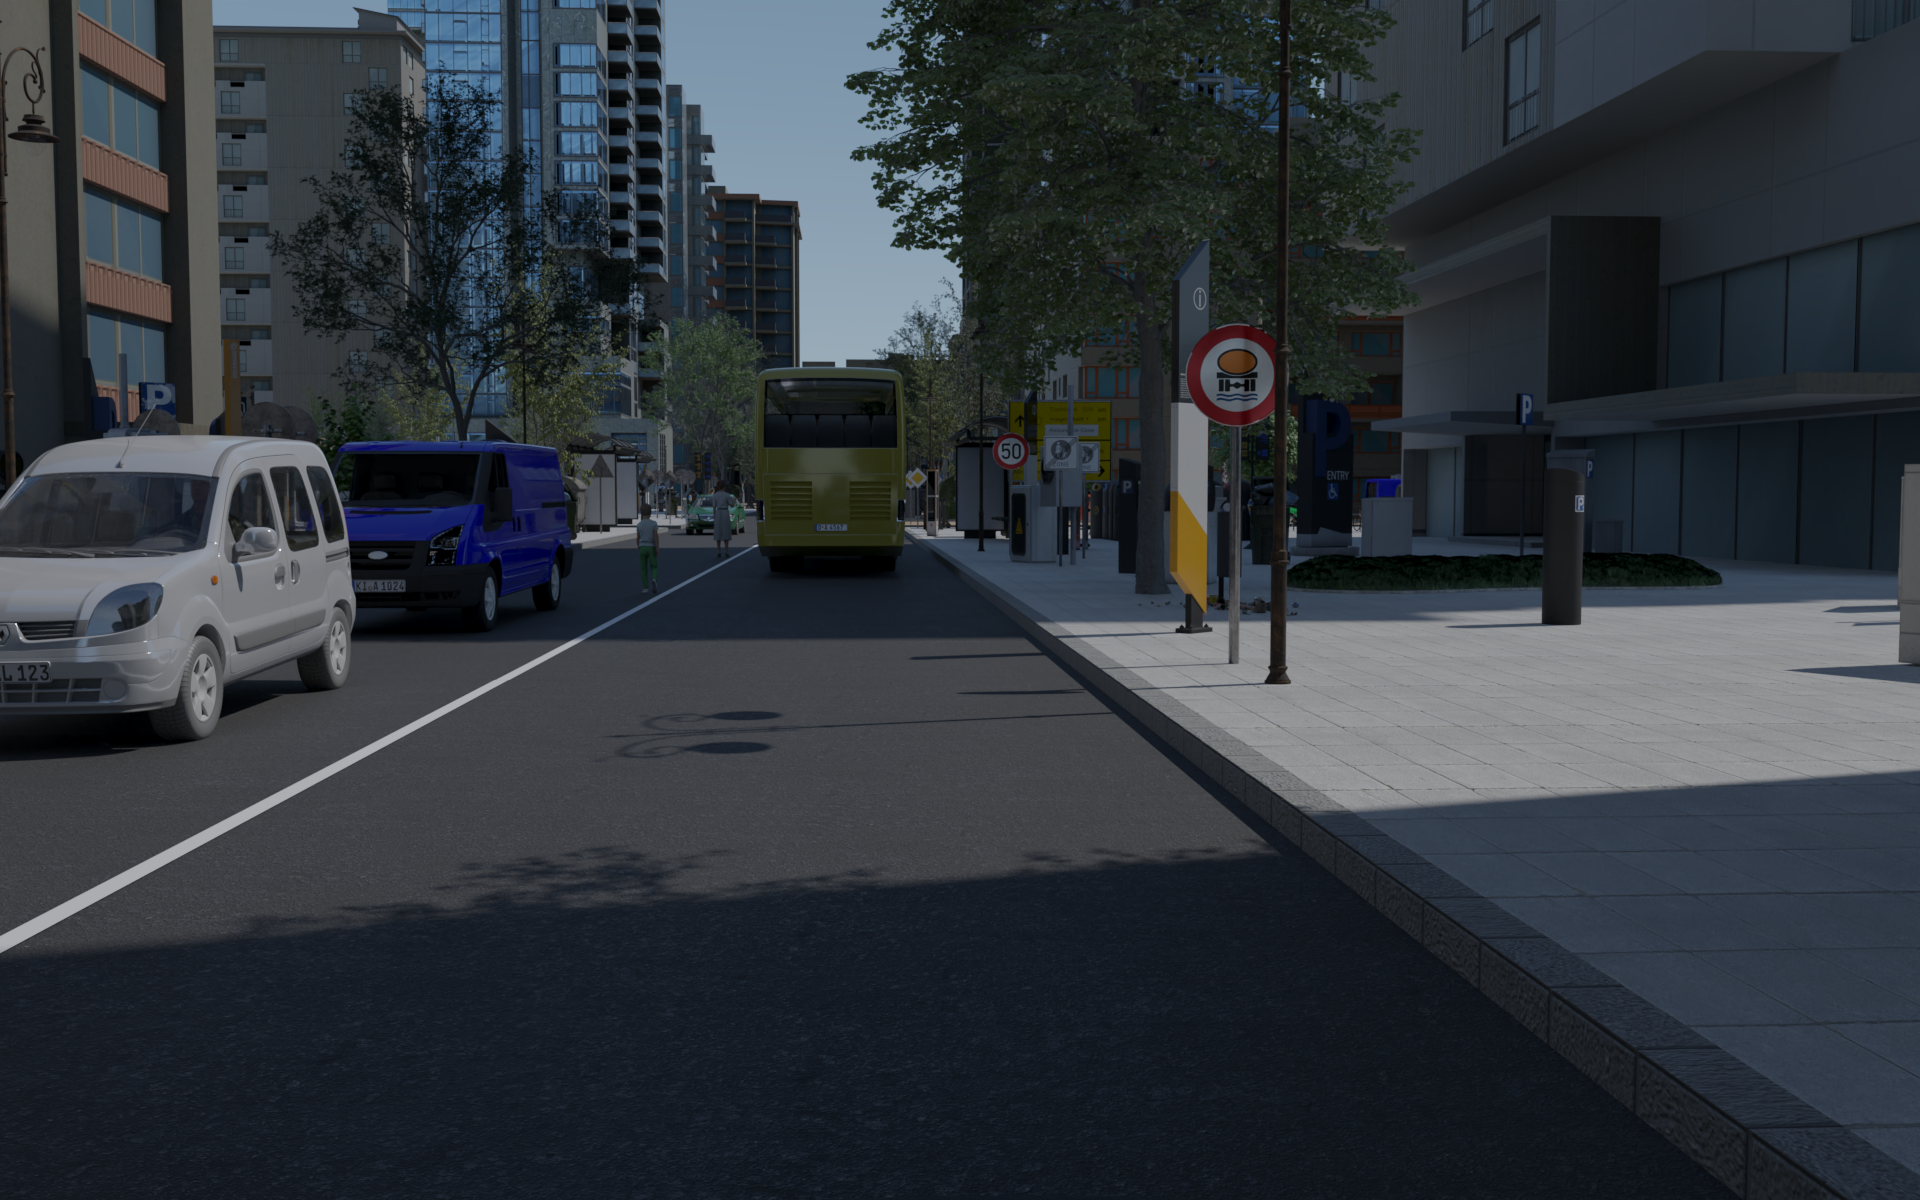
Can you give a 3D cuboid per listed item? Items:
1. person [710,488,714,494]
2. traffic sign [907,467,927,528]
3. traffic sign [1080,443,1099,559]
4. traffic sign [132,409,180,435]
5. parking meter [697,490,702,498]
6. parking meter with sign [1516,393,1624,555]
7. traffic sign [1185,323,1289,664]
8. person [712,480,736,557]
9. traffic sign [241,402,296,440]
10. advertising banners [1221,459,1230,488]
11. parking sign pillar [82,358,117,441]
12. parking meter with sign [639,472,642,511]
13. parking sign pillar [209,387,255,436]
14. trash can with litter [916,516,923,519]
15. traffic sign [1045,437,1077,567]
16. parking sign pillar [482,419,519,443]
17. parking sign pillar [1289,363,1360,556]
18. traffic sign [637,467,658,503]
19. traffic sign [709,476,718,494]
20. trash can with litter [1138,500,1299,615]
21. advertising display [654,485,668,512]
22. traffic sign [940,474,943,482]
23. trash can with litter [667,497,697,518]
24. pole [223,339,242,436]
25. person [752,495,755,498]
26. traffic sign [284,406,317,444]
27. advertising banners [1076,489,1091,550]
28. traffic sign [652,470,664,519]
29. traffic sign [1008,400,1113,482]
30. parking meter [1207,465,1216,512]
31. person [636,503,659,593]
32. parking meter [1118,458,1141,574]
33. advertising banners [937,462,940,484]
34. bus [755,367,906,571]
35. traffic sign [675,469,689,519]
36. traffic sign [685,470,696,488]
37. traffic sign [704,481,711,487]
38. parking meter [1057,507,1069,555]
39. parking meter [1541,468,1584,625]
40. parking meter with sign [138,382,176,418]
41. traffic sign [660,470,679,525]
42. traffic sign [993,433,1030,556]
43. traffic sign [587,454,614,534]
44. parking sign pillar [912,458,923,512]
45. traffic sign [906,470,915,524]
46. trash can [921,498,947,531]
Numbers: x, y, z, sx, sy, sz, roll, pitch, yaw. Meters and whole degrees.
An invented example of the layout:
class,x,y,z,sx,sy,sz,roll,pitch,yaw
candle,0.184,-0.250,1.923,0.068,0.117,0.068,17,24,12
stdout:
class,x,y,z,sx,sy,sz,roll,pitch,yaw
person,-10.392,-3.862,72.646,0.512,1.701,0.522,2,4,23
traffic sign,-1.594,-3.767,65.236,0.795,2.450,0.064,0,4,-3
traffic sign,2.452,-1.966,34.273,0.606,2.300,0.079,0,4,2
traffic sign,-12.015,-1.576,25.874,0.768,2.556,0.104,0,4,5
parking meter,-17.694,-6.692,117.824,0.372,1.533,0.369,0,3,0
parking meter with sign,10.431,-2.039,29.605,1.738,3.016,0.543,3,5,40
traffic sign,2.072,-0.790,13.029,0.768,2.556,0.104,0,4,4
person,-5.360,-1.855,39.391,0.480,1.755,0.524,1,4,8
traffic sign,-9.551,-1.455,23.900,0.768,2.556,0.104,0,4,-2
advertising banners,12.007,-4.795,74.590,0.090,3.025,2.074,-3,5,-42
parking sign pillar,-17.332,-2.843,34.963,1.447,3.967,1.447,-1,4,-19
parking meter with sign,-25.049,-8.447,134.375,0.543,3.016,1.738,2,4,25
parking sign pillar,-17.971,-3.320,42.756,1.447,3.967,1.447,1,4,15
trash can with litter,-1.779,-4.759,88.873,1.678,1.210,2.233,2,4,24
traffic sign,1.777,-1.738,30.544,0.606,2.300,0.079,0,4,2
parking sign pillar,-16.330,-4.472,61.592,1.447,3.967,1.447,1,4,17
parking sign pillar,7.611,-2.911,36.062,1.447,3.967,1.447,-3,4,-38
traffic sign,-11.671,-3.731,64.641,0.795,2.450,0.064,0,4,-3
traffic sign,-17.321,-7.421,121.433,0.768,2.556,0.104,0,4,6
trash can with litter,3.032,-0.501,19.252,1.678,1.210,2.233,-1,4,-12
advertising display,-21.437,-7.274,124.137,0.974,1.923,0.123,0,4,-7
traffic sign,-1.337,-6.560,107.357,0.768,2.556,0.104,0,4,-3
trash can with litter,-14.584,-4.991,92.659,2.233,1.210,1.678,1,4,23
pole,-9.595,-1.778,22.906,0.158,3.312,0.155,0,3,0
person,-27.551,-13.413,227.880,0.705,1.814,1.350,3,4,37
traffic sign,-9.661,-1.524,25.018,0.768,2.556,0.104,0,4,1
advertising banners,2.683,-2.653,39.556,0.090,3.025,2.074,1,4,19
traffic sign,-15.889,-5.551,90.864,0.768,2.556,0.104,0,4,1
traffic sign,2.161,-2.665,37.447,2.265,3.308,0.079,0,4,-2
parking meter,4.324,-1.531,30.746,0.399,1.863,0.255,0,4,3
person,-4.489,-0.745,24.930,0.306,1.304,0.590,-1,4,-20
parking meter,2.780,-1.362,27.975,0.399,1.863,0.255,3,5,40
advertising banners,-1.006,-5.891,92.509,0.090,3.025,2.074,-1,4,-10
bus,-2.553,-2.658,35.013,2.896,3.916,12.252,0,4,-4
traffic sign,-14.131,-5.376,88.010,0.768,2.556,0.104,0,4,-3
traffic sign,-14.300,-5.572,91.202,0.768,2.556,0.104,0,4,2
traffic sign,-17.872,-7.558,123.674,0.768,2.556,0.104,0,4,6
parking meter,2.122,-1.729,36.687,0.372,1.533,0.369,0,3,0
parking meter,5.936,-0.529,17.052,0.372,1.533,0.369,0,3,0
parking meter with sign,-13.200,-1.921,27.671,1.738,3.016,0.543,3,4,38
traffic sign,-12.159,-4.218,72.612,0.795,2.450,0.064,0,4,-3
traffic sign,1.063,-2.196,36.009,0.768,2.556,0.104,0,4,1
traffic sign,-11.603,-3.420,55.921,0.884,2.594,0.081,0,4,3
parking sign pillar,-3.151,-8.395,125.734,1.447,3.967,1.447,-1,4,-14
traffic sign,-2.082,-4.255,73.206,0.795,2.450,0.064,0,4,-3
trash can,-0.958,-2.923,59.444,0.748,1.137,0.748,0,3,0
